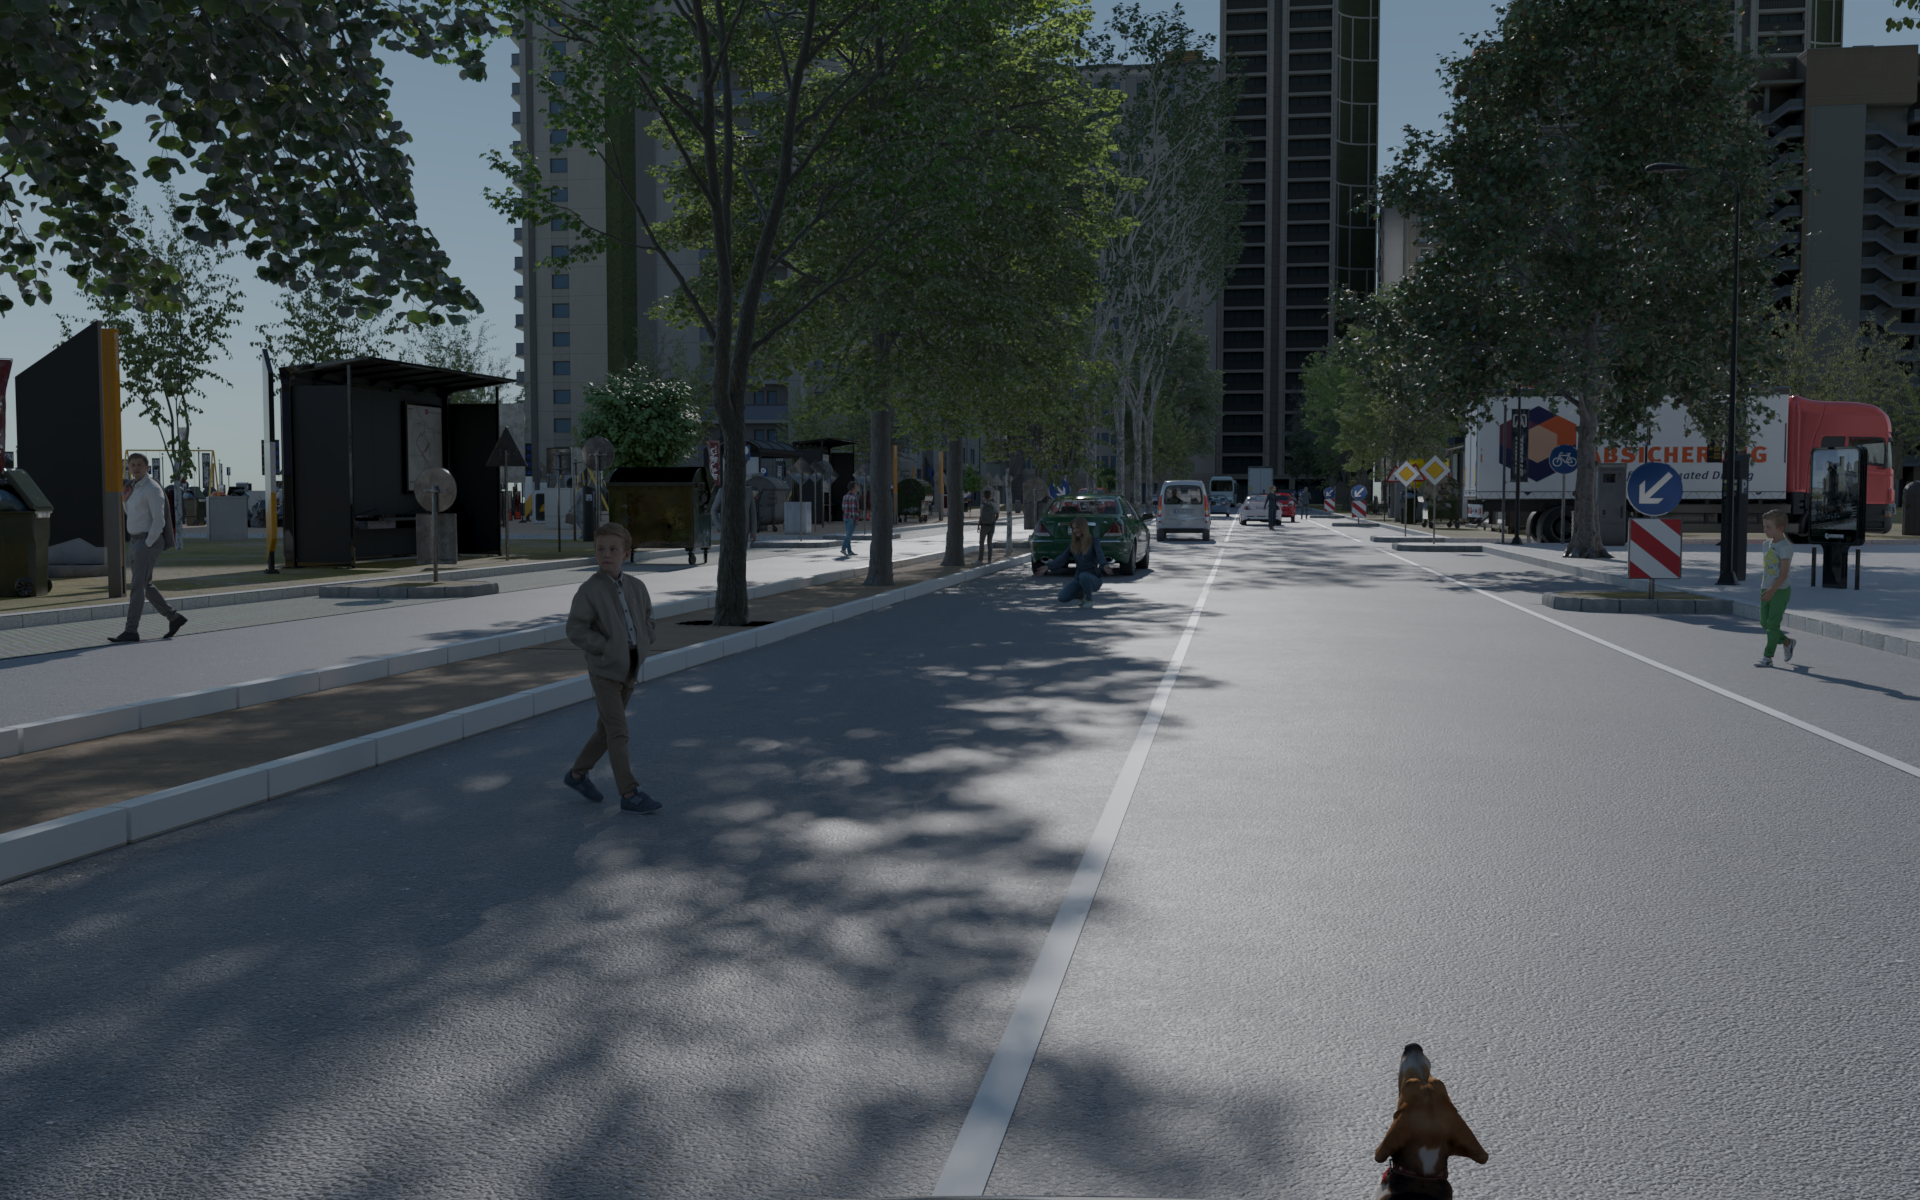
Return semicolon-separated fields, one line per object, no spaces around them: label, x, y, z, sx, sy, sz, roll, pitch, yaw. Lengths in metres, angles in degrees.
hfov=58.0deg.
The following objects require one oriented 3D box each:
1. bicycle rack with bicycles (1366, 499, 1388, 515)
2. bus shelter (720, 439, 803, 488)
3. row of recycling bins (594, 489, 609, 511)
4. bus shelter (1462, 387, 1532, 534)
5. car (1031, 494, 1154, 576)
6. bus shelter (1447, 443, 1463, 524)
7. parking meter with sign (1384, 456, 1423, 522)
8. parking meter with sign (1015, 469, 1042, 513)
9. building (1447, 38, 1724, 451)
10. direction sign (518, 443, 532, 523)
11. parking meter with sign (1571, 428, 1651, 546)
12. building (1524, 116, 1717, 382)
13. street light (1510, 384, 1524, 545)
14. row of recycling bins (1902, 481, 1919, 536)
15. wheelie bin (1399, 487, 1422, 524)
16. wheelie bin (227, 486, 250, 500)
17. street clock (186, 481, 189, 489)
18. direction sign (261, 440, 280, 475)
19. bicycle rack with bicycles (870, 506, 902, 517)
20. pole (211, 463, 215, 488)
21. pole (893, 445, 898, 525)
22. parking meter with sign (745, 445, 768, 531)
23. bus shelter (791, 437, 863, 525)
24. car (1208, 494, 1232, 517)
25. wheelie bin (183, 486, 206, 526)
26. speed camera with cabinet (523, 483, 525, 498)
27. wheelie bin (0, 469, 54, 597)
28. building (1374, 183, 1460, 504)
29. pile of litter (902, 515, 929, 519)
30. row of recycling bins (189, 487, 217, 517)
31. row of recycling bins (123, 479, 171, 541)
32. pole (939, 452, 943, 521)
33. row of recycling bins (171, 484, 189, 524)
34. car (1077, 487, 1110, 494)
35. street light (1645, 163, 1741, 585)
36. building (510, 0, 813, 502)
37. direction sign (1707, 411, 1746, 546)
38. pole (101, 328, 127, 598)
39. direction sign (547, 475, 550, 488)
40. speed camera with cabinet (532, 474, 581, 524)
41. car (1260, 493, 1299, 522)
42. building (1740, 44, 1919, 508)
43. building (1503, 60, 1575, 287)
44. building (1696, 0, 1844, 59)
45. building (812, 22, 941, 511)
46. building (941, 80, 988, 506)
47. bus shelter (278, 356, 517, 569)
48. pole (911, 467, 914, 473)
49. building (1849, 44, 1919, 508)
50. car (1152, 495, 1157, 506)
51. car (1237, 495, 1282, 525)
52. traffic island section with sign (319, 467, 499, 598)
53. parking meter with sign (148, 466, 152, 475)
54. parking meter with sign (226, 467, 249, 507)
bicycle rack with bicycles;30.185;-6.582;120.996;2.925;0.926;2.852;0;4;0
bus shelter;-7.559;-4.360;65.207;2.014;3.302;5.546;1;4;9
row of recycling bins;-28.336;-7.811;134.825;3.534;1.692;1.069;1;4;20
bus shelter;19.041;-5.006;59.474;2.179;5.291;8.768;1;4;9
car;2.459;-1.236;32.011;2.131;1.459;4.920;1;4;11
bus shelter;21.959;-5.864;73.515;2.179;5.291;8.768;1;4;10
parking meter with sign;20.341;-5.088;79.449;1.738;3.016;0.543;1;4;17
parking meter with sign;4.574;-7.338;116.232;1.738;3.016;0.543;1;4;9
building;59.640;-31.408;168.148;22.147;44.769;28.867;1;4;9
direction sign;-19.508;-5.208;77.145;0.876;3.537;0.379;0;4;-2
parking meter with sign;16.110;-2.853;42.914;1.738;3.016;0.543;1;4;11
building;50.579;-22.148;133.814;14.160;30.474;14.107;1;4;9
street light;13.579;-4.359;43.813;1.470;5.913;1.316;1;4;9
row of recycling bins;31.086;-2.837;53.494;3.534;1.692;1.069;1;4;9
wheelie bin;19.201;-4.050;74.125;0.693;1.594;0.980;-1;4;-12
wheelie bin;-29.345;-3.822;70.401;0.693;1.594;0.980;3;5;44
street clock;-41.894;-5.440;93.517;0.358;2.002;0.471;3;5;44
direction sign;-28.655;-4.896;72.048;0.876;3.537;0.379;1;4;17
bicycle rack with bicycles;-4.163;-5.241;99.074;2.852;0.926;2.925;3;5;41
pole;-49.128;-7.345;113.934;0.158;3.312;0.155;0;3;0
pole;-2.706;-4.790;72.164;0.158;3.312;0.155;0;3;0
parking meter with sign;-7.289;-3.959;60.983;0.543;3.016;1.738;-2;4;-32
bus shelter;-5.712;-5.119;74.974;1.731;3.624;6.357;1;4;9
car;16.356;-6.029;110.570;2.014;1.417;4.499;1;4;9
wheelie bin;-30.918;-3.793;69.930;0.693;1.594;0.980;0;4;6
speed camera with cabinet;-29.993;-7.827;122.303;2.038;3.252;0.660;2;4;35
wheelie bin;-11.819;-0.842;21.675;0.693;1.594;0.980;-1;4;-9
building;61.878;-33.179;226.077;14.086;41.232;14.154;1;4;9
pile of litter;-2.380;-4.660;90.162;1.176;0.858;1.719;-1;4;-20
row of recycling bins;-42.921;-5.424;95.798;3.534;1.692;1.069;-1;4;-13
row of recycling bins;-22.880;-2.428;46.813;1.069;1.692;3.534;0;4;5
pole;-0.915;-5.474;83.337;0.158;3.312;0.155;0;3;0
row of recycling bins;-34.490;-4.014;72.737;3.534;1.692;1.069;-2;4;-28
car;7.545;-5.497;98.555;2.281;1.827;5.304;1;4;11
street light;10.318;-3.172;24.396;1.470;5.913;1.316;1;4;9
building;-32.737;-39.518;188.118;28.212;58.520;21.231;1;4;9
direction sign;18.999;-3.118;42.981;0.876;3.537;0.379;1;4;20
pole;-10.471;-1.687;21.429;0.158;3.312;0.155;0;3;0
direction sign;-31.847;-8.687;134.024;0.379;3.537;0.876;-2;4;-25
speed camera with cabinet;-17.450;-4.930;74.942;2.038;3.252;0.660;-1;4;-10
car;16.468;-4.934;89.708;2.155;1.783;4.494;1;4;11
building;83.900;-31.900;171.680;14.200;45.320;14.600;1;4;9
building;52.950;-28.381;147.630;14.154;41.232;14.086;1;4;9
building;100.923;-47.934;221.977;20.611;71.187;20.563;1;4;9
building;-14.362;-36.947;146.089;21.231;58.520;28.212;1;4;9
building;-8.554;-45.551;183.004;20.611;71.187;20.563;1;4;9
bus shelter;-10.427;-2.534;32.715;1.731;3.624;6.357;1;4;9
pole;-3.538;-8.320;129.870;0.158;3.312;0.155;0;3;0
building;97.987;-31.788;169.840;14.200;45.320;14.600;1;4;9
car;20.851;-10.412;182.600;2.083;1.381;4.827;1;4;9
car;14.003;-4.187;80.815;2.083;1.381;4.827;0;4;8
traffic island section with sign;-7.694;-0.977;24.607;1.989;1.847;2.006;1;4;9
parking meter with sign;-50.118;-6.731;106.320;0.543;3.016;1.738;-3;4;-39
parking meter with sign;-46.191;-7.047;111.476;1.738;3.016;0.543;0;4;-6
